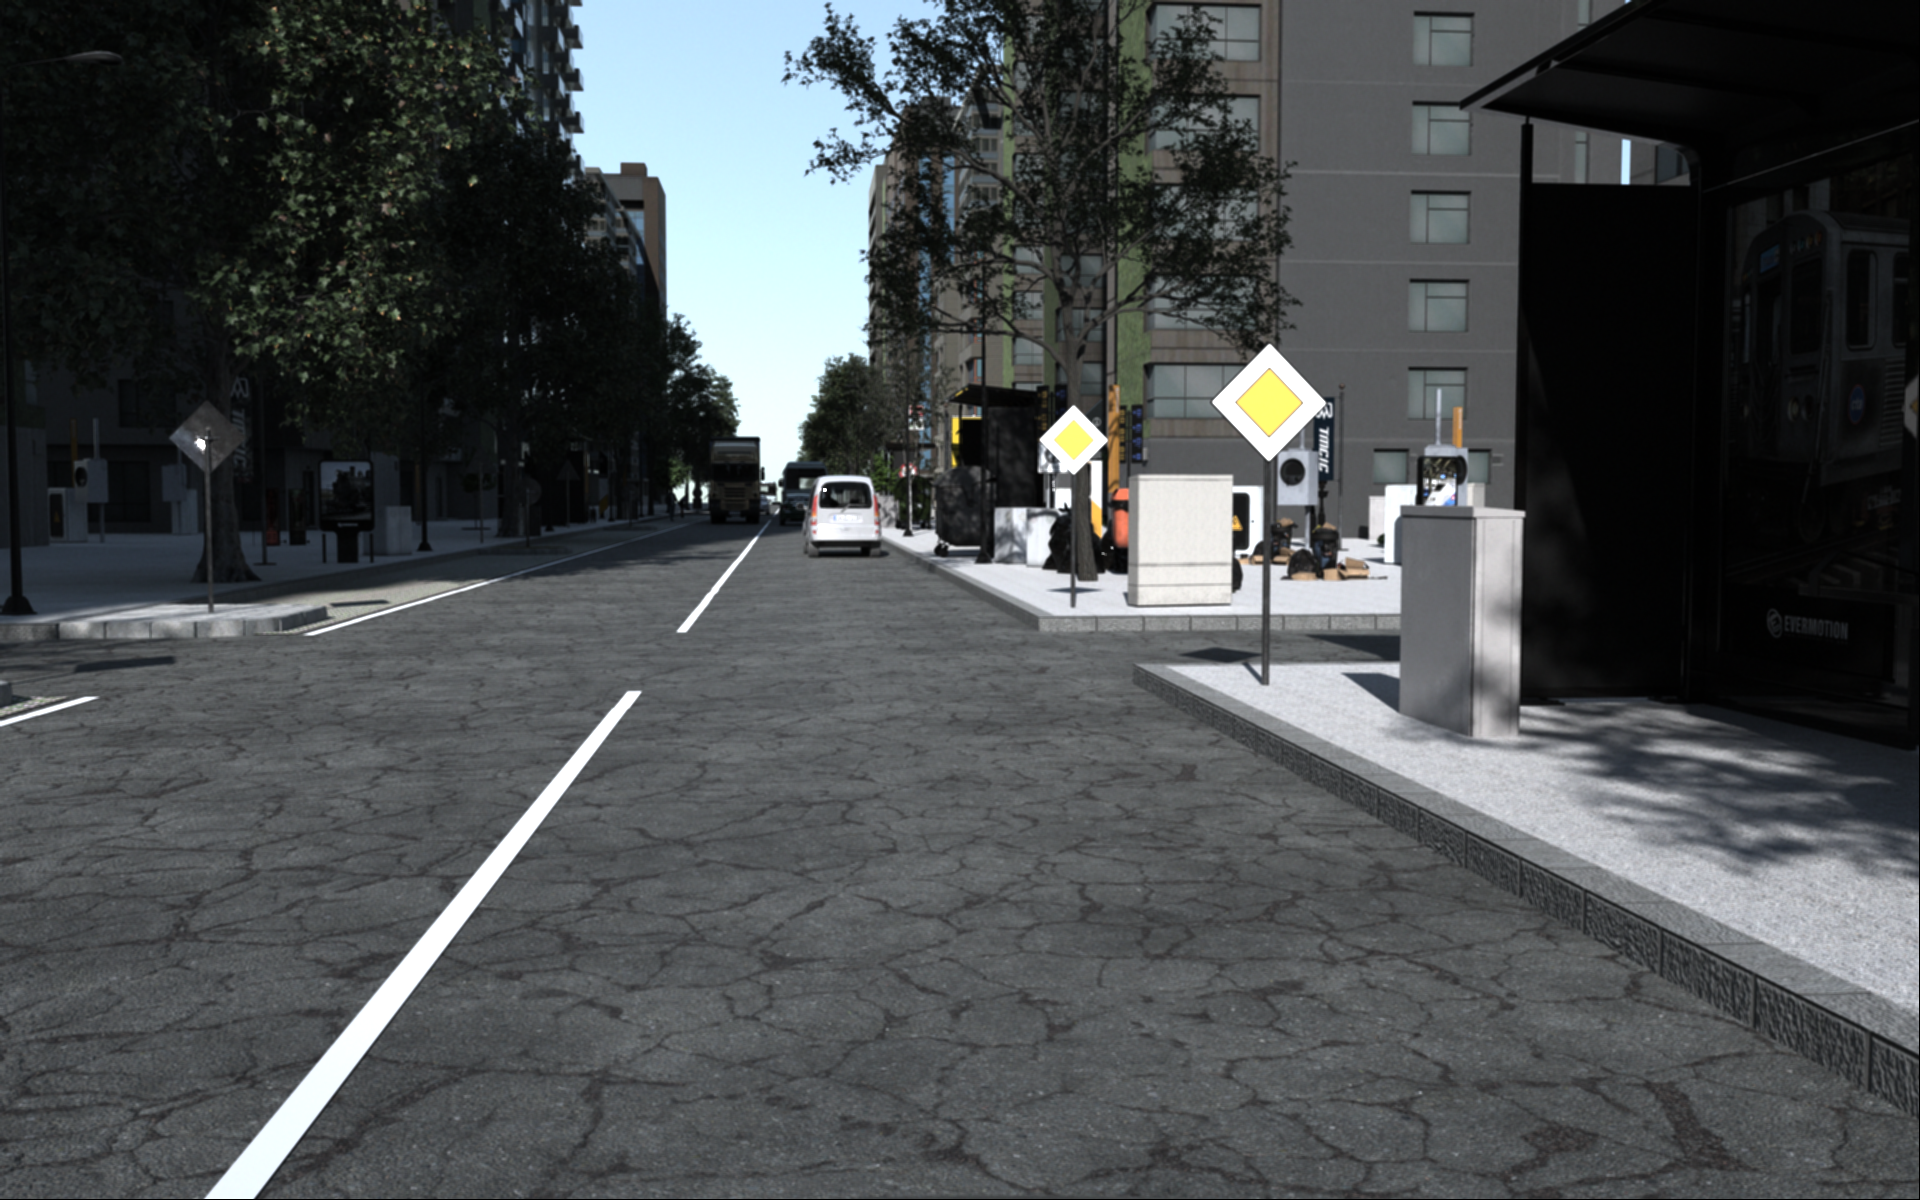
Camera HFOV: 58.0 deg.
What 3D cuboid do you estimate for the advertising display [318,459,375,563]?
[{"bbox_3d":[-11.403,-1.652,32.219,0.974,1.923,0.123,-1,4,-8],"label":"advertising display"}]

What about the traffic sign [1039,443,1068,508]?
[{"bbox_3d":[1.846,-1.964,34.236,0.606,2.300,0.079,0,4,1],"label":"traffic sign"}]

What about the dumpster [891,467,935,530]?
[{"bbox_3d":[-1.709,-3.702,63.025,1.502,2.255,1.985,0,4,-5],"label":"dumpster"}]

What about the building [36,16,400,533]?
[{"bbox_3d":[-28.908,-17.724,61.494,14.160,30.474,14.107,0,4,-6],"label":"building"}]

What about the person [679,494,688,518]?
[{"bbox_3d":[-16.784,-5.714,105.161,0.421,1.427,0.697,2,4,34],"label":"person"}]

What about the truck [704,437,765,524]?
[{"bbox_3d":[-11.270,-5.992,86.876,2.839,4.237,11.283,0,4,-7],"label":"truck"}]

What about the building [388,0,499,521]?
[{"bbox_3d":[-30.774,-24.437,83.144,14.154,41.232,14.086,0,4,-6],"label":"building"}]

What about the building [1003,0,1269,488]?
[{"bbox_3d":[9.344,-25.670,103.303,14.154,41.232,14.086,0,4,-6],"label":"building"}]

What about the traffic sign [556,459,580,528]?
[{"bbox_3d":[-14.680,-3.966,64.843,0.884,2.594,0.081,0,4,1],"label":"traffic sign"}]

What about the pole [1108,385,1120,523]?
[{"bbox_3d":[2.879,-2.360,32.432,0.158,3.312,0.155,0,3,0],"label":"pole"}]

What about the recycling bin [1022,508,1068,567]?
[{"bbox_3d":[1.647,-1.098,30.507,0.722,1.027,0.722,3,4,36],"label":"recycling bin"}]

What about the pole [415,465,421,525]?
[{"bbox_3d":[-22.194,-4.712,70.883,0.158,3.312,0.155,0,3,0],"label":"pole"}]

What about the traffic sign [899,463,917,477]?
[{"bbox_3d":[-2.098,-4.304,70.474,0.768,2.556,0.104,0,4,4],"label":"traffic sign"}]

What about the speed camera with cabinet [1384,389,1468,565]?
[{"bbox_3d":[8.635,-2.304,32.000,0.660,3.252,2.038,3,5,45],"label":"speed camera with cabinet"}]

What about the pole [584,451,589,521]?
[{"bbox_3d":[-17.596,-5.370,81.644,0.158,3.312,0.155,0,3,0],"label":"pole"}]

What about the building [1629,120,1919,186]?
[{"bbox_3d":[30.215,-36.725,38.711,20.611,71.187,20.563,0,4,-6],"label":"building"}]

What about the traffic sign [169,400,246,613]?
[{"bbox_3d":[-8.079,-0.917,18.627,0.795,2.450,0.064,0,4,-6],"label":"traffic sign"}]

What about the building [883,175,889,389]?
[{"bbox_3d":[-3.050,-33.111,224.956,14.154,41.232,14.086,0,4,-6],"label":"building"}]

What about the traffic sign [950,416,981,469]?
[{"bbox_3d":[0.879,-3.122,44.920,2.265,3.308,0.079,0,4,3],"label":"traffic sign"}]

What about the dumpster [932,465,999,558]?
[{"bbox_3d":[0.120,-1.823,35.569,1.264,1.857,1.865,0,4,-5],"label":"dumpster"}]

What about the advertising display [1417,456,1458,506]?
[{"bbox_3d":[8.132,-1.487,29.529,0.974,1.923,0.123,-3,4,-38],"label":"advertising display"}]

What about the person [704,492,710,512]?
[{"bbox_3d":[-20.017,-7.952,139.224,1.217,1.735,0.721,-1,4,-21],"label":"person"}]

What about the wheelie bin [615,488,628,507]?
[{"bbox_3d":[-18.034,-5.194,92.824,0.980,1.594,0.693,0,4,8],"label":"wheelie bin"}]

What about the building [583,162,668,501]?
[{"bbox_3d":[-47.617,-35.921,237.420,14.600,45.320,14.200,0,4,-6],"label":"building"}]

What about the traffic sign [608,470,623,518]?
[{"bbox_3d":[-18.362,-5.628,92.017,0.884,2.594,0.081,0,4,2],"label":"traffic sign"}]

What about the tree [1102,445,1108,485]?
[{"bbox_3d":[7.854,-5.810,78.713,4.285,4.588,4.351,0,3,0],"label":"tree"}]

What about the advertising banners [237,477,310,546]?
[{"bbox_3d":[-17.028,-2.850,42.793,0.090,3.025,2.074,2,4,34],"label":"advertising banners"}]

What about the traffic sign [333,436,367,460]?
[{"bbox_3d":[-13.360,-2.314,37.941,0.768,2.556,0.104,0,4,2],"label":"traffic sign"}]

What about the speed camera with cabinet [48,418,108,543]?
[{"bbox_3d":[-23.218,-3.132,45.540,2.038,3.252,0.660,2,4,35],"label":"speed camera with cabinet"}]

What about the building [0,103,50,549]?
[{"bbox_3d":[-28.960,-21.451,34.326,14.154,41.232,14.086,0,4,-6],"label":"building"}]

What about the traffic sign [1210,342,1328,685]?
[{"bbox_3d":[2.048,-0.485,11.567,0.795,2.450,0.064,0,4,-6],"label":"traffic sign"}]

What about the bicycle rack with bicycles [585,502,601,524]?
[{"bbox_3d":[-17.035,-3.860,76.499,2.852,0.926,2.925,0,4,3],"label":"bicycle rack with bicycles"}]

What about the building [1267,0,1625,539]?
[{"bbox_3d":[11.747,-22.763,55.778,14.154,41.232,14.086,0,4,-6],"label":"building"}]

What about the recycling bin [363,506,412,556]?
[{"bbox_3d":[-12.017,-1.455,36.339,0.722,1.027,0.722,2,4,27],"label":"recycling bin"}]

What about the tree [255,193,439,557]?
[{"bbox_3d":[-12.513,-5.174,34.956,4.737,8.622,4.395,0,3,0],"label":"tree"}]

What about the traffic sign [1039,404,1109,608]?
[{"bbox_3d":[1.273,-0.971,19.515,0.795,2.450,0.064,0,4,-6],"label":"traffic sign"}]

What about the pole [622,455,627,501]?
[{"bbox_3d":[-17.667,-5.954,91.195,0.158,3.312,0.155,0,3,0],"label":"pole"}]

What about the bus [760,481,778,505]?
[{"bbox_3d":[-26.521,-14.898,238.435,2.948,3.499,13.247,0,4,-5],"label":"bus"}]

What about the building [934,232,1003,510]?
[{"bbox_3d":[13.089,-17.188,126.064,27.650,21.520,28.899,0,4,-6],"label":"building"}]

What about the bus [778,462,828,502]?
[{"bbox_3d":[-9.479,-6.734,104.962,2.948,3.499,13.247,0,4,-6],"label":"bus"}]

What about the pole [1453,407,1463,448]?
[{"bbox_3d":[11.642,-2.860,40.599,0.158,3.312,0.155,0,3,0],"label":"pole"}]

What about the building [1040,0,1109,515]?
[{"bbox_3d":[10.974,-19.391,88.744,14.160,30.474,14.107,0,4,-6],"label":"building"}]

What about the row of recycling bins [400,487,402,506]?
[{"bbox_3d":[-24.797,-4.174,75.355,1.069,1.692,3.534,-1,4,-15],"label":"row of recycling bins"}]

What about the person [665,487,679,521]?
[{"bbox_3d":[-15.074,-4.993,90.483,0.721,1.781,0.623,3,4,36],"label":"person"}]

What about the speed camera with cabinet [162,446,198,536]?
[{"bbox_3d":[-24.441,-3.663,54.229,0.660,3.252,2.038,-1,4,-11],"label":"speed camera with cabinet"}]

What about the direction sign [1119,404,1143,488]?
[{"bbox_3d":[4.295,-3.187,44.113,0.876,3.537,0.379,3,5,45],"label":"direction sign"}]

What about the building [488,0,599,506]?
[{"bbox_3d":[-41.674,-31.596,136.200,23.786,49.044,30.456,0,4,-6],"label":"building"}]

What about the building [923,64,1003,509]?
[{"bbox_3d":[12.731,-28.151,152.155,32.217,40.220,23.993,0,4,-6],"label":"building"}]

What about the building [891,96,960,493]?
[{"bbox_3d":[0.190,-33.405,196.282,14.600,45.320,14.200,0,4,-6],"label":"building"}]

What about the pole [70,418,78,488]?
[{"bbox_3d":[-23.841,-3.231,46.666,0.158,3.312,0.155,0,3,0],"label":"pole"}]

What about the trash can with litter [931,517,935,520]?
[{"bbox_3d":[-1.912,-4.591,86.125,2.233,1.210,1.678,2,4,34],"label":"trash can with litter"}]

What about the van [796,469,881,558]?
[{"bbox_3d":[-2.795,-2.046,40.471,2.013,2.044,4.112,0,4,-7],"label":"van"}]

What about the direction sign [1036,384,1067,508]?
[{"bbox_3d":[1.906,-2.695,36.055,0.379,3.537,0.876,-3,5,-42],"label":"direction sign"}]

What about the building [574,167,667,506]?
[{"bbox_3d":[-53.547,-32.169,217.849,32.217,40.220,23.993,0,4,-6],"label":"building"}]

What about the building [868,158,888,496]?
[{"bbox_3d":[-1.652,-37.874,242.935,21.300,48.544,21.600,0,4,-6],"label":"building"}]

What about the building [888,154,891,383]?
[{"bbox_3d":[-1.385,-34.267,210.369,14.600,45.320,14.200,0,4,-6],"label":"building"}]

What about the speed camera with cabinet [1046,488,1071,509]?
[{"bbox_3d":[2.498,-3.322,48.657,2.038,3.252,0.660,-1,4,-22],"label":"speed camera with cabinet"}]

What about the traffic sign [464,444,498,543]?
[{"bbox_3d":[-12.465,-2.757,45.079,0.884,2.594,0.081,0,4,4],"label":"traffic sign"}]

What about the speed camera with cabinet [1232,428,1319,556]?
[{"bbox_3d":[6.300,-2.524,35.601,2.038,3.252,0.660,2,4,34],"label":"speed camera with cabinet"}]

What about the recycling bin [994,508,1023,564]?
[{"bbox_3d":[1.112,-1.198,32.143,0.722,1.027,0.722,-2,4,-31],"label":"recycling bin"}]
